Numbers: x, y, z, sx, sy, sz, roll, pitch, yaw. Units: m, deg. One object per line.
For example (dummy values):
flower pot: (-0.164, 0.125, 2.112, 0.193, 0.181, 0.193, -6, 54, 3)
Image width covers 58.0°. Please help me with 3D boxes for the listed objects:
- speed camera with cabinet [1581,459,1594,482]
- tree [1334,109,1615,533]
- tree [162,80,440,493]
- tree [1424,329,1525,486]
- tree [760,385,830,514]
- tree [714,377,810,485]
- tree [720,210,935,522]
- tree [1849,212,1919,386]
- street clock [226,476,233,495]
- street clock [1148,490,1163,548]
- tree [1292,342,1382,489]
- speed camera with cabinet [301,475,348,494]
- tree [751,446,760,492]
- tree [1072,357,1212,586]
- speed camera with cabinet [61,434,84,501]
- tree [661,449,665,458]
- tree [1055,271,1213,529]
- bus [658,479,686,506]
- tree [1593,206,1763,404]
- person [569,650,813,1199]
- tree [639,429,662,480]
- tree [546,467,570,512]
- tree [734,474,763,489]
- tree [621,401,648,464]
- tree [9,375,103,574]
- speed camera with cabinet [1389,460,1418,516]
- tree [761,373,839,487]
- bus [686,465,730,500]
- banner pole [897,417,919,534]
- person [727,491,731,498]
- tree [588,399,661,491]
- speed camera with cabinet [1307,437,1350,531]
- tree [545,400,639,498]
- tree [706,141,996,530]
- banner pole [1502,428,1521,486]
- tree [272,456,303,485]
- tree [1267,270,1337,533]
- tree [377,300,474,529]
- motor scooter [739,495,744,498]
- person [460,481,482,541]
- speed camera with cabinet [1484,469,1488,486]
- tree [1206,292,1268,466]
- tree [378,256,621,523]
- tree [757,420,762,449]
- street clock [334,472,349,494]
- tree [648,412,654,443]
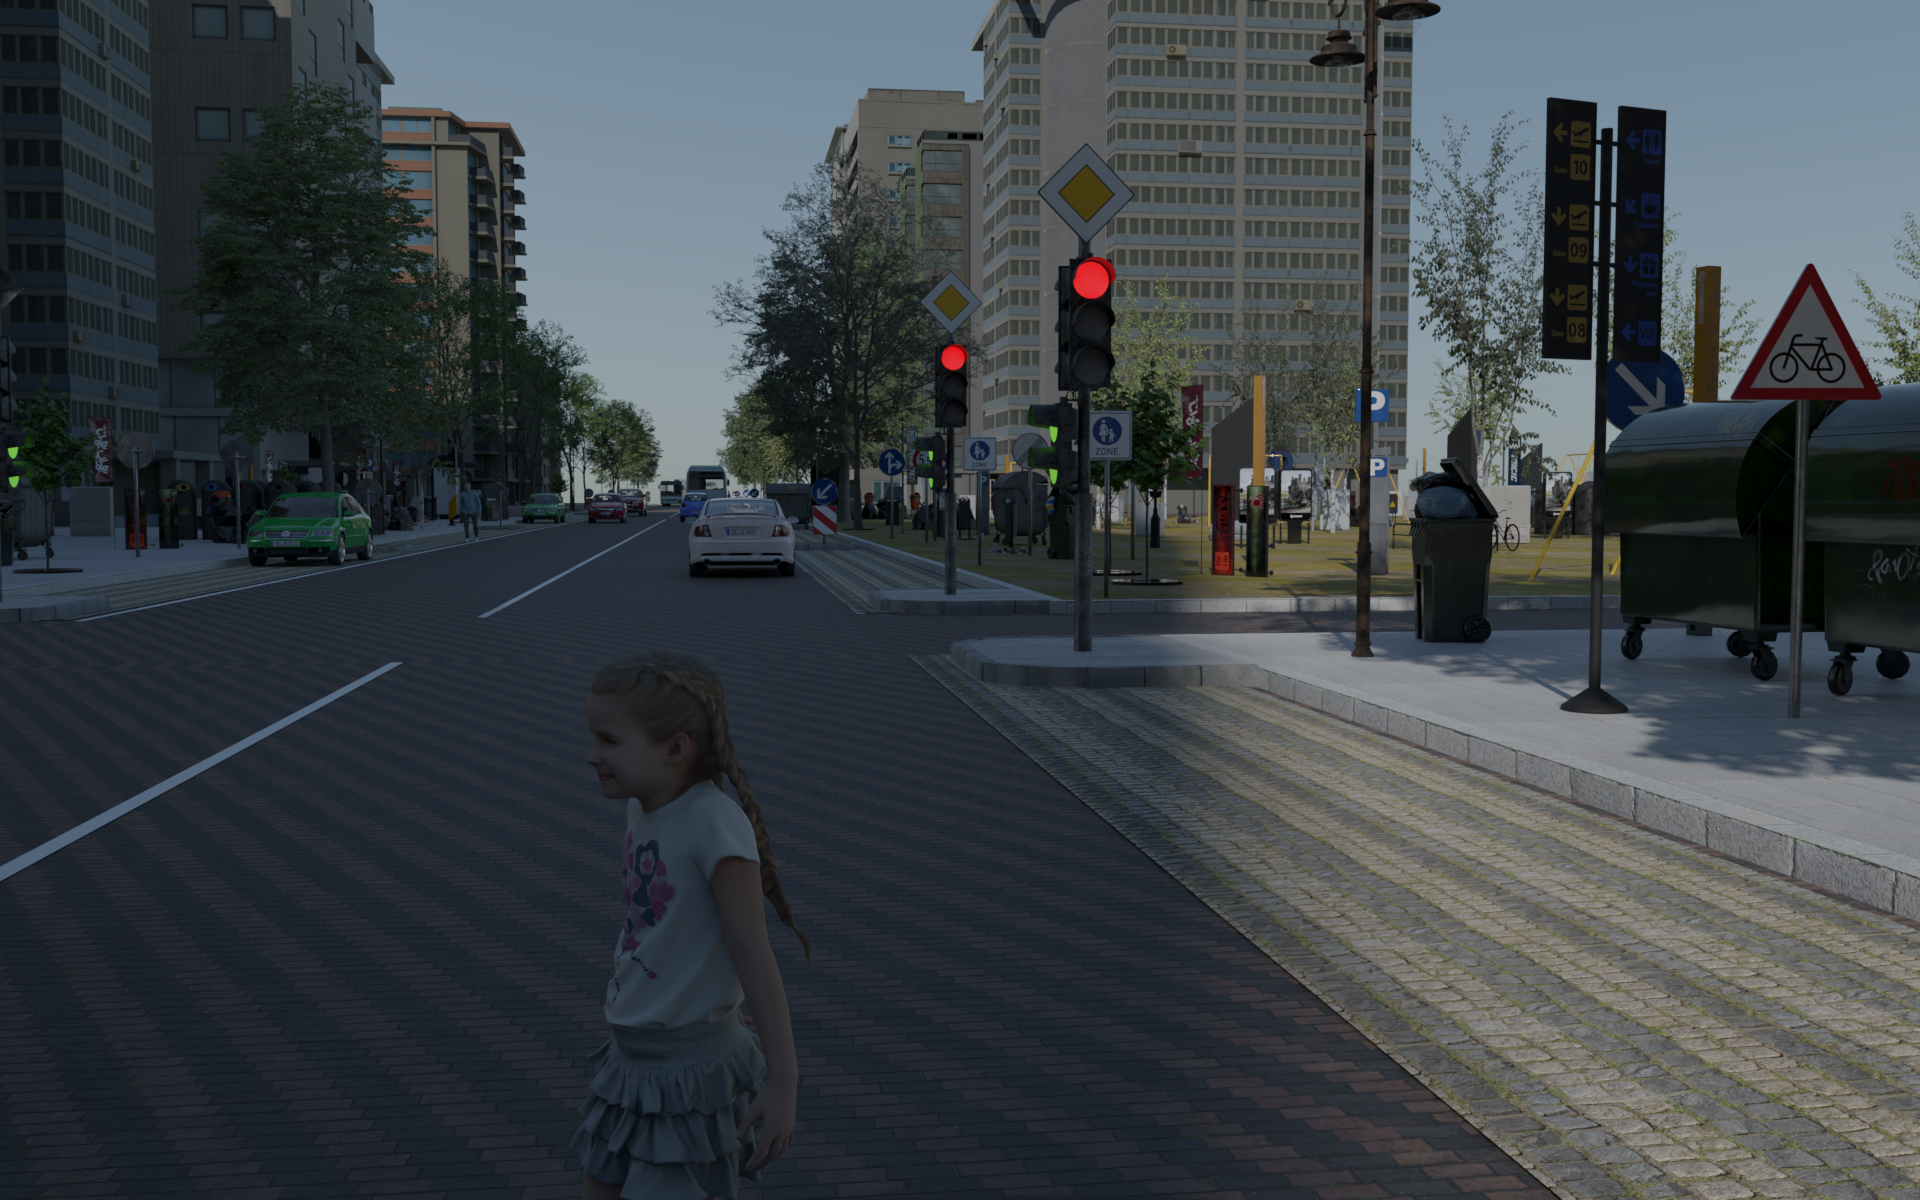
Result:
speed camera with cabinet: (26.072, -4.716, 71.443, 0.660, 3.252, 2.038, 2, 4, 28)
tree: (10.328, -5.088, 33.557, 4.360, 8.622, 3.978, 0, 3, 0)
tree: (-18.081, -7.953, 48.166, 7.486, 12.596, 7.792, 0, 3, 0)
tree: (21.838, -7.471, 72.520, 4.737, 8.622, 4.395, 0, 3, 0)
tree: (-9.879, -9.885, 111.975, 4.360, 8.622, 3.978, 0, 3, 0)
tree: (-18.103, -15.107, 164.013, 9.611, 12.733, 9.660, 0, 3, 0)
tree: (-5.301, -10.565, 79.396, 9.857, 13.997, 8.962, 0, 3, 0)
tree: (24.829, -5.716, 43.817, 4.737, 8.622, 4.395, 0, 3, 0)
street clock: (-29.436, -3.990, 69.808, 0.358, 2.002, 0.471, -2, 4, -27)
street clock: (4.643, -2.237, 41.142, 0.358, 2.002, 0.471, 2, 4, 30)
tree: (17.826, -7.976, 80.775, 4.737, 8.622, 4.395, 0, 3, 0)
speed camera with cabinet: (-30.366, -5.407, 82.742, 2.038, 3.252, 0.660, -3, 4, -37)
tree: (-20.020, -14.080, 180.566, 4.360, 8.622, 3.978, 0, 3, 0)
tree: (2.785, -1.832, 24.557, 1.663, 3.219, 1.824, 0, 3, 0)
speed camera with cabinet: (-29.708, -3.800, 56.464, 2.038, 3.252, 0.660, -2, 4, -31)
tree: (-46.979, -20.446, 252.425, 7.486, 12.596, 7.792, 0, 3, 0)
tree: (6.022, -6.503, 56.687, 4.737, 8.622, 4.395, 0, 3, 0)
bus: (-34.008, -12.904, 205.842, 2.948, 3.499, 13.247, 0, 4, -6)
tree: (17.850, -5.751, 44.388, 4.737, 8.622, 4.395, 0, 3, 0)
person: (-0.341, 0.675, 2.485, 0.382, 1.210, 0.505, -3, 4, -38)
tree: (-44.192, -18.414, 235.487, 7.601, 10.594, 8.767, 0, 4, 5)
tree: (-28.771, -7.896, 123.708, 1.663, 3.219, 1.824, 0, 3, 0)
tree: (-28.504, -19.900, 243.492, 7.486, 12.596, 7.792, 0, 3, 0)
tree: (-25.635, -10.848, 103.128, 9.928, 11.665, 9.643, 0, 3, 0)
tree: (-14.795, -2.059, 28.259, 1.663, 3.219, 1.824, 0, 3, 0)
speed camera with cabinet: (25.816, -6.508, 100.737, 2.038, 3.252, 0.660, 2, 4, 32)
tree: (-8.136, -9.064, 98.555, 4.737, 8.622, 4.395, 0, 3, 0)
bus: (-17.084, -7.488, 117.281, 2.948, 3.499, 13.247, 0, 4, -8)
banner pole: (-1.681, -4.059, 56.383, 0.863, 3.779, 0.401, -3, 5, -39)
person: (-27.305, -11.978, 204.328, 0.705, 1.826, 1.348, -2, 4, -32)
tree: (-40.392, -17.648, 206.666, 7.486, 12.596, 7.792, 0, 3, 0)
speed camera with cabinet: (12.847, -4.074, 60.950, 2.038, 3.252, 0.660, -3, 4, -37)
tree: (-33.652, -13.425, 153.908, 7.601, 10.594, 8.767, -2, 4, -25)
tree: (-3.762, -9.239, 61.422, 12.009, 13.543, 11.850, 0, 3, 0)
banner pole: (20.734, -4.606, 65.326, 0.863, 3.779, 0.401, 1, 4, 14)
tree: (-34.209, -5.707, 87.904, 1.663, 3.219, 1.824, 0, 3, 0)
tree: (12.250, -6.489, 56.451, 4.360, 8.622, 3.978, 0, 3, 0)
tree: (-19.753, -6.910, 63.348, 4.737, 8.622, 4.395, 0, 3, 0)
motor scooter: (-27.422, -12.499, 217.132, 0.815, 1.314, 1.986, -1, 4, -10)
person: (-14.775, -2.679, 52.315, 0.660, 1.820, 0.620, 0, 4, -8)
speed camera with cabinet: (18.358, -4.026, 60.156, 2.038, 3.252, 0.660, -2, 4, -33)
tree: (11.264, -6.950, 63.989, 4.360, 8.622, 3.978, 0, 3, 0)
tree: (-22.154, -9.214, 76.406, 9.928, 11.665, 9.643, 0, 3, 0)
tree: (-13.650, -11.149, 132.640, 4.737, 8.622, 4.395, 0, 3, 0)
street clock: (-20.143, -3.170, 56.393, 0.358, 2.002, 0.471, 2, 4, 28)
tree: (-37.172, -15.944, 186.435, 9.928, 11.665, 9.643, 0, 3, 0)
